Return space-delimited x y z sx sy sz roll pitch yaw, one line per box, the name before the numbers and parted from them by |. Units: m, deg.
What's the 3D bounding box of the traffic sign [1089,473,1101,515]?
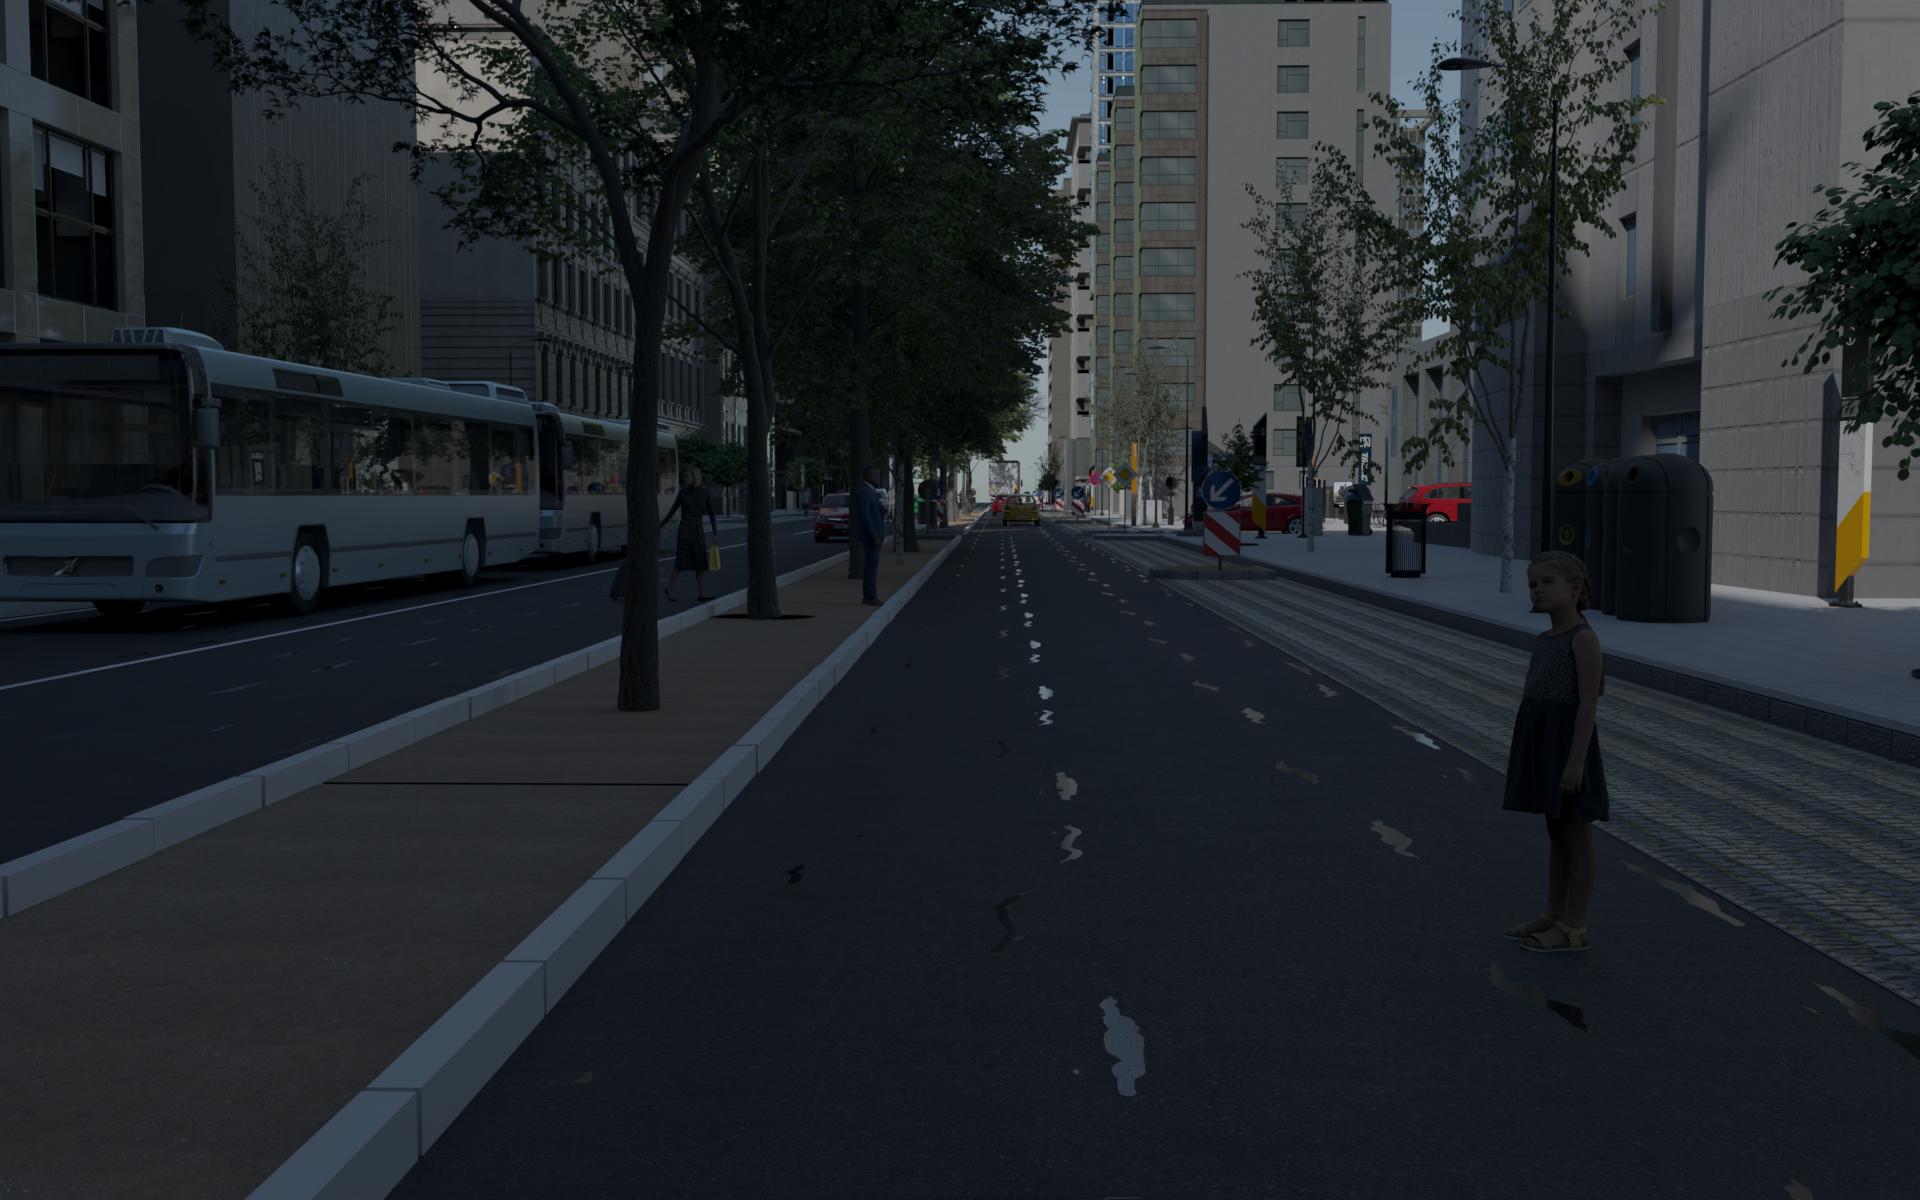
traffic sign | 8.102 -6.331 103.623 0.768 2.556 0.104 0 4 5

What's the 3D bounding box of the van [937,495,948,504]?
van | -2.719 -15.376 258.412 2.013 2.044 4.112 0 4 2

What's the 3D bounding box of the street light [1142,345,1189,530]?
street light | 6.566 -4.995 54.212 1.470 5.913 1.316 0 4 1

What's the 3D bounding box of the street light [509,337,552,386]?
street light | -12.797 -4.830 51.505 1.470 5.913 1.316 0 4 1

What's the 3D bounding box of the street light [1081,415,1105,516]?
street light | 7.822 -7.905 101.791 1.470 5.913 1.316 0 4 1

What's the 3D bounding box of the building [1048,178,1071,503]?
building | 24.202 -38.946 260.468 21.300 48.544 21.600 0 4 1

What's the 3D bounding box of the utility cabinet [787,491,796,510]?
utility cabinet | -13.144 -7.751 135.401 0.318 1.500 1.173 -2 4 -28

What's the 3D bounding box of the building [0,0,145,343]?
building | -25.669 -12.936 16.015 19.350 26.468 34.151 0 4 1

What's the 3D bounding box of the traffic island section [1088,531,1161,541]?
traffic island section | 5.194 -1.963 54.373 2.009 0.180 2.903 0 4 1

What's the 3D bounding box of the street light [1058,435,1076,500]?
street light | 8.723 -10.341 141.621 1.470 5.913 1.316 0 4 1

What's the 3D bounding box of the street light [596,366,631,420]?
street light | -12.624 -5.530 62.957 1.470 5.913 1.316 0 4 1

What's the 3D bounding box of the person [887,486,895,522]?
person | -3.426 -4.867 87.880 0.655 1.846 0.447 2 4 26

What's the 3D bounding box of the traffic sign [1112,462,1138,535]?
traffic sign | 5.170 -3.098 54.296 0.795 2.450 0.064 0 4 1

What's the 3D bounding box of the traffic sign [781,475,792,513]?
traffic sign | -11.806 -7.188 117.629 0.768 2.556 0.104 0 4 8

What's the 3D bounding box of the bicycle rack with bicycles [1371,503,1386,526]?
bicycle rack with bicycles | 17.385 -3.471 70.129 2.925 0.926 2.852 -1 4 -10

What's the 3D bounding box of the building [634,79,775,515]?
building | -19.632 -19.483 115.809 12.463 27.353 25.104 0 4 1

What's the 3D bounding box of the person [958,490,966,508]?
person | 0.119 -10.442 179.328 1.348 1.812 0.705 -1 4 -20

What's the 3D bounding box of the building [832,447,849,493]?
building | -18.947 -26.327 202.144 14.160 30.474 14.107 0 4 1

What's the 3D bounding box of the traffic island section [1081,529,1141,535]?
traffic island section | 5.387 -2.451 62.355 2.009 0.180 2.903 0 4 1

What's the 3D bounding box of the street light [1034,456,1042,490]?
street light | 10.715 -15.417 224.611 1.470 5.913 1.316 0 4 1

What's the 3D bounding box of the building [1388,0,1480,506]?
building | 35.024 -46.502 72.979 31.000 86.520 22.319 0 4 1

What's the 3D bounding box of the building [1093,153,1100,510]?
building | 18.418 -23.090 149.224 14.160 30.474 14.107 0 4 1

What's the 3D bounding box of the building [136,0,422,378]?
building | -31.163 -13.899 46.318 30.058 24.678 14.314 0 4 1

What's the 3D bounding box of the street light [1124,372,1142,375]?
street light | 6.954 -5.721 66.071 1.470 5.913 1.316 0 4 1

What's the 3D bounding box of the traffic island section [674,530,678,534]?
traffic island section | -11.150 -2.476 62.758 2.009 0.180 2.903 0 4 1

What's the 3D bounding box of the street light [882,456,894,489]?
street light | -8.943 -14.622 211.618 1.470 5.913 1.316 0 4 1

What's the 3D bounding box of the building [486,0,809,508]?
building | -27.805 -34.385 151.439 28.713 52.752 27.495 0 4 1

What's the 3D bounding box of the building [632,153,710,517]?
building | -20.469 -15.702 92.883 11.583 22.565 21.152 0 4 1

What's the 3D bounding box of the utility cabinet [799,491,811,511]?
utility cabinet | -11.320 -7.191 126.257 0.318 1.500 1.173 2 4 25

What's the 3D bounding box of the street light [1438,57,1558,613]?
street light | 5.792 -2.817 18.593 1.470 5.913 1.316 0 4 1

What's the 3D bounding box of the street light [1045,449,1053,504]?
street light | 9.600 -12.535 177.491 1.470 5.913 1.316 0 4 1

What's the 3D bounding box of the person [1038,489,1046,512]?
person | 6.723 -8.154 141.686 0.709 1.838 0.599 2 4 31

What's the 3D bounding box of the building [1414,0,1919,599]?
building | 21.475 -30.044 33.218 21.231 58.520 28.212 0 4 1

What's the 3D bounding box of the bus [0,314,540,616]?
bus | -8.783 -1.733 23.197 2.948 3.499 13.247 0 4 2

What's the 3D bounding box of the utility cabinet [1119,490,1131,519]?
utility cabinet | 8.372 -4.804 87.232 0.318 1.500 1.173 2 4 28

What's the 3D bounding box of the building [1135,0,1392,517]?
building | 17.303 -20.316 103.861 14.160 30.474 14.107 0 4 1

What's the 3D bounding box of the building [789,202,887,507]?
building | -21.669 -35.650 237.495 22.147 44.769 28.867 0 4 1

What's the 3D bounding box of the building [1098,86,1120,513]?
building | 17.809 -21.665 125.921 14.160 30.474 14.107 0 4 1

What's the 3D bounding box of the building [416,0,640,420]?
building | -20.204 -13.700 73.145 9.793 20.994 18.267 0 4 1

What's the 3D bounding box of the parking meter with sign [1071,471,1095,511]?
parking meter with sign | 9.320 -8.263 131.364 1.738 3.016 0.543 0 4 1

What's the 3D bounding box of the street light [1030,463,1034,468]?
street light | 11.729 -17.634 260.848 1.470 5.913 1.316 0 4 1

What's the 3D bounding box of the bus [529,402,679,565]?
bus | -8.588 -2.623 37.743 2.948 3.499 13.247 0 4 1

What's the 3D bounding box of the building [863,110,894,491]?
building | -21.091 -58.313 266.093 22.319 86.520 31.000 0 4 1

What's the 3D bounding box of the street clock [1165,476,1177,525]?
street clock | 8.674 -4.076 71.214 0.358 2.002 0.471 -3 4 -37

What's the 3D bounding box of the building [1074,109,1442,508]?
building | 27.495 -29.104 167.729 32.217 40.220 23.993 0 4 1

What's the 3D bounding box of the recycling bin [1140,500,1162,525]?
recycling bin | 7.877 -3.600 71.414 0.722 1.027 0.722 -1 4 -17

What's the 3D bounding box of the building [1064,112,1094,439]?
building | 28.999 -39.540 235.715 28.713 52.752 27.495 0 4 1

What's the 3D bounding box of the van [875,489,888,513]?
van | -6.417 -7.587 131.057 2.013 2.044 4.112 0 4 3

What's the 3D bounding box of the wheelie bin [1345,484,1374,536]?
wheelie bin | 12.314 -2.789 53.516 0.980 1.594 0.693 -3 5 -42

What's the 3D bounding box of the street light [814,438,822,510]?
street light | -10.737 -10.209 139.458 1.470 5.913 1.316 0 4 1

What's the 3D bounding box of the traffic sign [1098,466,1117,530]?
traffic sign | 5.363 -3.586 62.279 0.795 2.450 0.064 0 4 1

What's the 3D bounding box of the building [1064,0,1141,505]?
building | 23.473 -53.896 193.865 22.319 86.520 31.000 0 4 1

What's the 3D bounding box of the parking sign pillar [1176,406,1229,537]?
parking sign pillar | 7.299 -3.925 52.654 1.447 3.967 1.447 0 4 6

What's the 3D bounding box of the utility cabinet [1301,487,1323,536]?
utility cabinet | 10.853 -2.730 53.312 0.318 1.500 1.173 0 4 -7
